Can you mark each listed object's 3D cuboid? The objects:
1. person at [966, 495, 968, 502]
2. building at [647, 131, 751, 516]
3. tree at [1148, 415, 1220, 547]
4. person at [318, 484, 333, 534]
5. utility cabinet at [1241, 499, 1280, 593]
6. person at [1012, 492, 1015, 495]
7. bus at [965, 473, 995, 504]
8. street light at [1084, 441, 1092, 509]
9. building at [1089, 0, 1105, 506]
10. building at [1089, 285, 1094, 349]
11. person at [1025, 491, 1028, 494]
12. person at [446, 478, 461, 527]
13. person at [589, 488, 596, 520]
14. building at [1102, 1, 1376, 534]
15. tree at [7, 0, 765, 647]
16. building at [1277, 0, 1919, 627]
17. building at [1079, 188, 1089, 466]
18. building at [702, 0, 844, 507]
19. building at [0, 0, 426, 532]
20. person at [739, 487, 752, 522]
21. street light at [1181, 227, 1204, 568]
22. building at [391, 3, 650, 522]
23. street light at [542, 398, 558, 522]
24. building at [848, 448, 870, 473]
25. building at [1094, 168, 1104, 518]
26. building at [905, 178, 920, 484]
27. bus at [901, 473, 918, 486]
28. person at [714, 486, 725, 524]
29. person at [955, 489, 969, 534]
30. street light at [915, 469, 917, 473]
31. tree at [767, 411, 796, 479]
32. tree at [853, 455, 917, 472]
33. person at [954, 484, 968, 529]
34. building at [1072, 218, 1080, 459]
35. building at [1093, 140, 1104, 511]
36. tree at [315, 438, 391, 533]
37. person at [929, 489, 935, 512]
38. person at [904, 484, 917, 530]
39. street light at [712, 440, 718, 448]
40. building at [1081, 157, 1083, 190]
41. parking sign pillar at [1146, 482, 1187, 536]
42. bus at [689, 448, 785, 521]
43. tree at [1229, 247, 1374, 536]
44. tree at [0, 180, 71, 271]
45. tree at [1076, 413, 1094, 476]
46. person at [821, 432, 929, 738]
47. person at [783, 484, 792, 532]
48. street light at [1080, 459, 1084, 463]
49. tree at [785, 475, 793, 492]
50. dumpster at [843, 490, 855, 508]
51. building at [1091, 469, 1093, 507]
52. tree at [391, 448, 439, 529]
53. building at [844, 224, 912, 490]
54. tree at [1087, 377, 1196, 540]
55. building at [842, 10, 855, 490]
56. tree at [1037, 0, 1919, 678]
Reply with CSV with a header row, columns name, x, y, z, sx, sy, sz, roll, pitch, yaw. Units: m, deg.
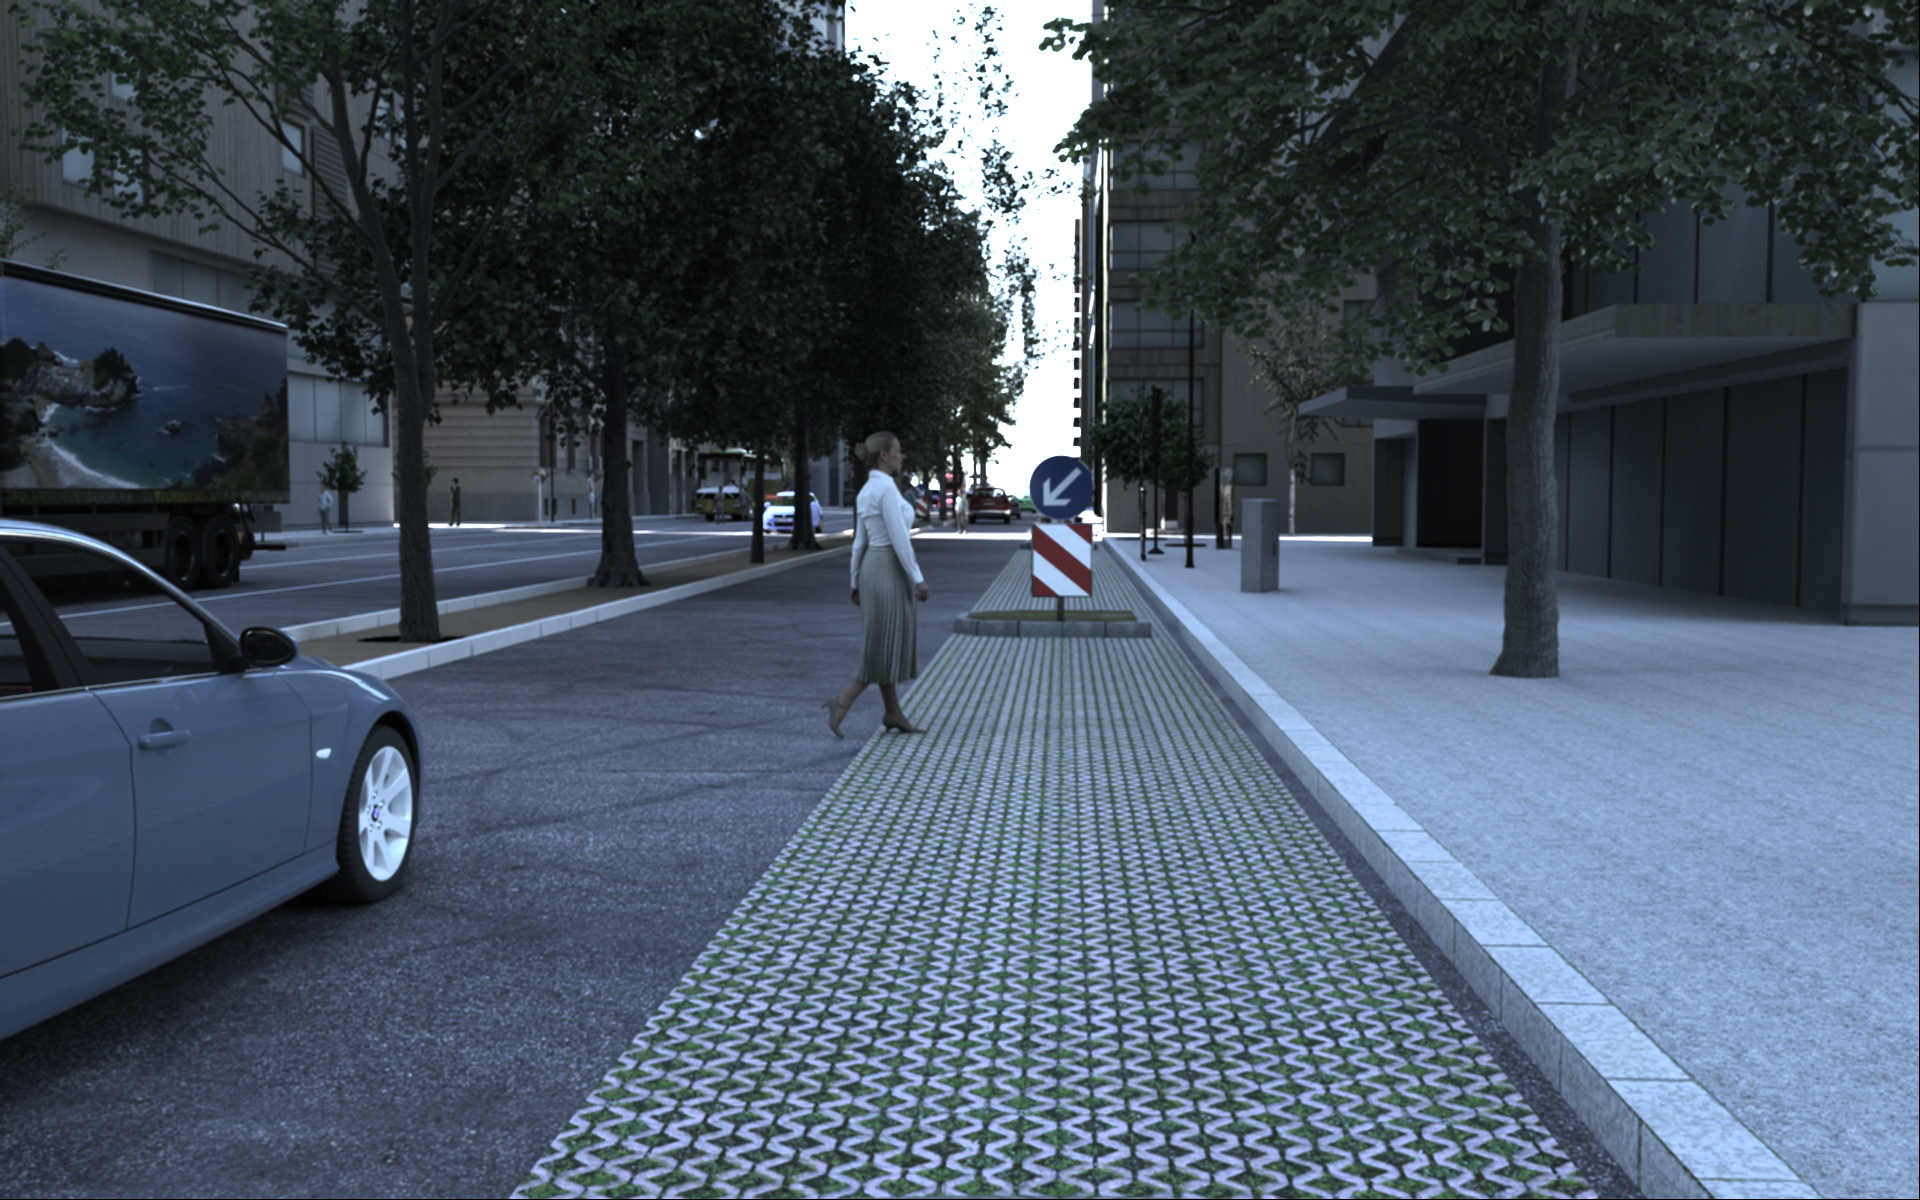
name,x,y,z,sx,sy,sz,roll,pitch,yaw
person,0.881,-13.353,227.652,0.721,1.723,1.217,2,4,32
building,-25.850,-19.275,119.668,19.350,26.468,34.151,0,4,3
tree,5.405,-2.930,42.504,1.663,3.219,1.824,0,3,0
person,-20.226,-2.890,55.098,0.589,1.601,0.330,2,4,32
utility cabinet,3.992,-0.721,22.957,0.306,1.237,1.020,1,4,23
person,9.263,-17.818,299.693,0.709,1.838,0.599,0,4,3
bus,2.503,-13.126,206.162,2.896,3.916,12.252,0,4,5
street light,11.312,-10.937,151.614,0.468,5.910,1.993,0,4,3
building,24.730,-39.730,191.591,21.231,58.520,28.212,0,4,3
building,17.242,-18.260,140.353,13.314,21.916,24.055,0,4,3
person,7.326,-11.035,188.928,0.705,1.823,1.348,3,5,40
person,-19.942,-3.846,68.285,0.474,1.900,0.648,-3,5,-43
person,-17.969,-4.696,84.636,0.330,1.601,0.589,1,4,8
building,12.139,-23.103,61.322,14.154,41.232,14.086,0,4,3
tree,-5.323,-5.402,16.527,9.928,11.665,9.643,0,3,0
building,20.478,-26.849,28.226,28.713,52.752,27.495,0,4,3
building,24.028,-36.449,246.043,14.600,45.320,14.200,0,4,3
building,-23.579,-38.287,167.990,21.231,58.520,28.212,0,4,3
building,-35.433,-28.615,57.101,27.495,52.752,28.713,0,4,3
person,-10.959,-4.883,88.431,0.635,1.810,0.391,1,4,13
street light,4.004,-3.500,30.012,0.468,5.910,1.993,0,4,3
building,-25.096,-18.534,90.413,14.401,28.519,23.554,0,4,3
street light,-18.686,-6.514,79.296,0.468,5.910,1.993,0,4,3
building,-24.569,-34.134,249.977,32.217,40.220,23.993,0,4,3
building,14.051,-16.518,99.753,12.332,23.373,15.834,0,4,3
building,-20.958,-42.819,289.320,28.713,52.752,27.495,0,4,3
bus,-5.215,-9.321,147.262,2.948,3.499,13.247,0,4,2
person,-11.375,-4.480,81.932,0.511,1.800,0.466,0,4,6
person,0.036,-3.161,61.992,0.330,1.601,0.589,-3,5,-39
street light,-7.017,-18.608,277.035,0.468,5.910,1.993,0,4,3
tree,-15.418,-13.746,142.880,7.486,12.596,7.792,0,3,0
tree,-10.275,-19.592,230.691,12.009,13.543,11.850,0,3,0
person,0.032,-3.793,70.543,0.581,1.822,0.654,-2,4,-30
building,28.402,-37.480,267.417,22.147,44.769,28.867,0,4,3
building,15.359,-18.365,118.296,12.078,24.808,19.932,0,4,3
tree,-20.365,-3.860,57.711,1.663,3.219,1.824,0,3,0
person,-2.347,-8.026,139.832,0.850,1.850,0.679,-2,4,-34
person,-2.021,-3.619,67.532,0.748,1.841,0.638,-2,4,-30
street light,-16.476,-8.858,117.613,0.468,5.910,1.993,0,4,3
building,31.107,-46.078,295.374,21.231,58.520,28.212,0,4,3
parking sign pillar,6.536,-4.007,53.985,1.447,3.967,1.447,0,4,2
bus,-12.088,-6.379,95.847,2.896,3.916,12.252,0,4,5
tree,10.338,-6.245,52.461,4.360,8.622,3.978,0,3,0
tree,-22.160,-5.429,39.131,4.737,8.622,4.395,0,3,0
tree,12.342,-12.552,155.583,4.360,8.622,3.978,0,3,0
person,-0.501,-0.088,10.167,0.641,1.798,0.478,-1,4,-12
person,-6.525,-3.510,66.093,0.583,1.804,0.606,-2,4,-28
street light,13.571,-13.256,189.519,0.468,5.910,1.993,0,4,3
tree,-15.499,-9.545,150.656,1.663,3.219,1.824,0,3,0
dumpster,-10.907,-10.198,174.956,1.865,1.857,1.264,0,4,3
building,25.736,-47.578,216.159,20.563,71.187,20.611,0,4,3
tree,-19.939,-4.195,63.197,1.663,3.219,1.824,0,3,0
building,-14.961,-37.813,268.348,14.600,45.320,14.200,0,4,3
tree,5.146,-3.981,48.800,4.285,4.588,4.351,0,3,0
building,-21.986,-46.964,206.116,20.563,71.187,20.611,0,4,3
tree,4.447,-5.735,11.898,7.486,12.596,7.792,0,3,0
